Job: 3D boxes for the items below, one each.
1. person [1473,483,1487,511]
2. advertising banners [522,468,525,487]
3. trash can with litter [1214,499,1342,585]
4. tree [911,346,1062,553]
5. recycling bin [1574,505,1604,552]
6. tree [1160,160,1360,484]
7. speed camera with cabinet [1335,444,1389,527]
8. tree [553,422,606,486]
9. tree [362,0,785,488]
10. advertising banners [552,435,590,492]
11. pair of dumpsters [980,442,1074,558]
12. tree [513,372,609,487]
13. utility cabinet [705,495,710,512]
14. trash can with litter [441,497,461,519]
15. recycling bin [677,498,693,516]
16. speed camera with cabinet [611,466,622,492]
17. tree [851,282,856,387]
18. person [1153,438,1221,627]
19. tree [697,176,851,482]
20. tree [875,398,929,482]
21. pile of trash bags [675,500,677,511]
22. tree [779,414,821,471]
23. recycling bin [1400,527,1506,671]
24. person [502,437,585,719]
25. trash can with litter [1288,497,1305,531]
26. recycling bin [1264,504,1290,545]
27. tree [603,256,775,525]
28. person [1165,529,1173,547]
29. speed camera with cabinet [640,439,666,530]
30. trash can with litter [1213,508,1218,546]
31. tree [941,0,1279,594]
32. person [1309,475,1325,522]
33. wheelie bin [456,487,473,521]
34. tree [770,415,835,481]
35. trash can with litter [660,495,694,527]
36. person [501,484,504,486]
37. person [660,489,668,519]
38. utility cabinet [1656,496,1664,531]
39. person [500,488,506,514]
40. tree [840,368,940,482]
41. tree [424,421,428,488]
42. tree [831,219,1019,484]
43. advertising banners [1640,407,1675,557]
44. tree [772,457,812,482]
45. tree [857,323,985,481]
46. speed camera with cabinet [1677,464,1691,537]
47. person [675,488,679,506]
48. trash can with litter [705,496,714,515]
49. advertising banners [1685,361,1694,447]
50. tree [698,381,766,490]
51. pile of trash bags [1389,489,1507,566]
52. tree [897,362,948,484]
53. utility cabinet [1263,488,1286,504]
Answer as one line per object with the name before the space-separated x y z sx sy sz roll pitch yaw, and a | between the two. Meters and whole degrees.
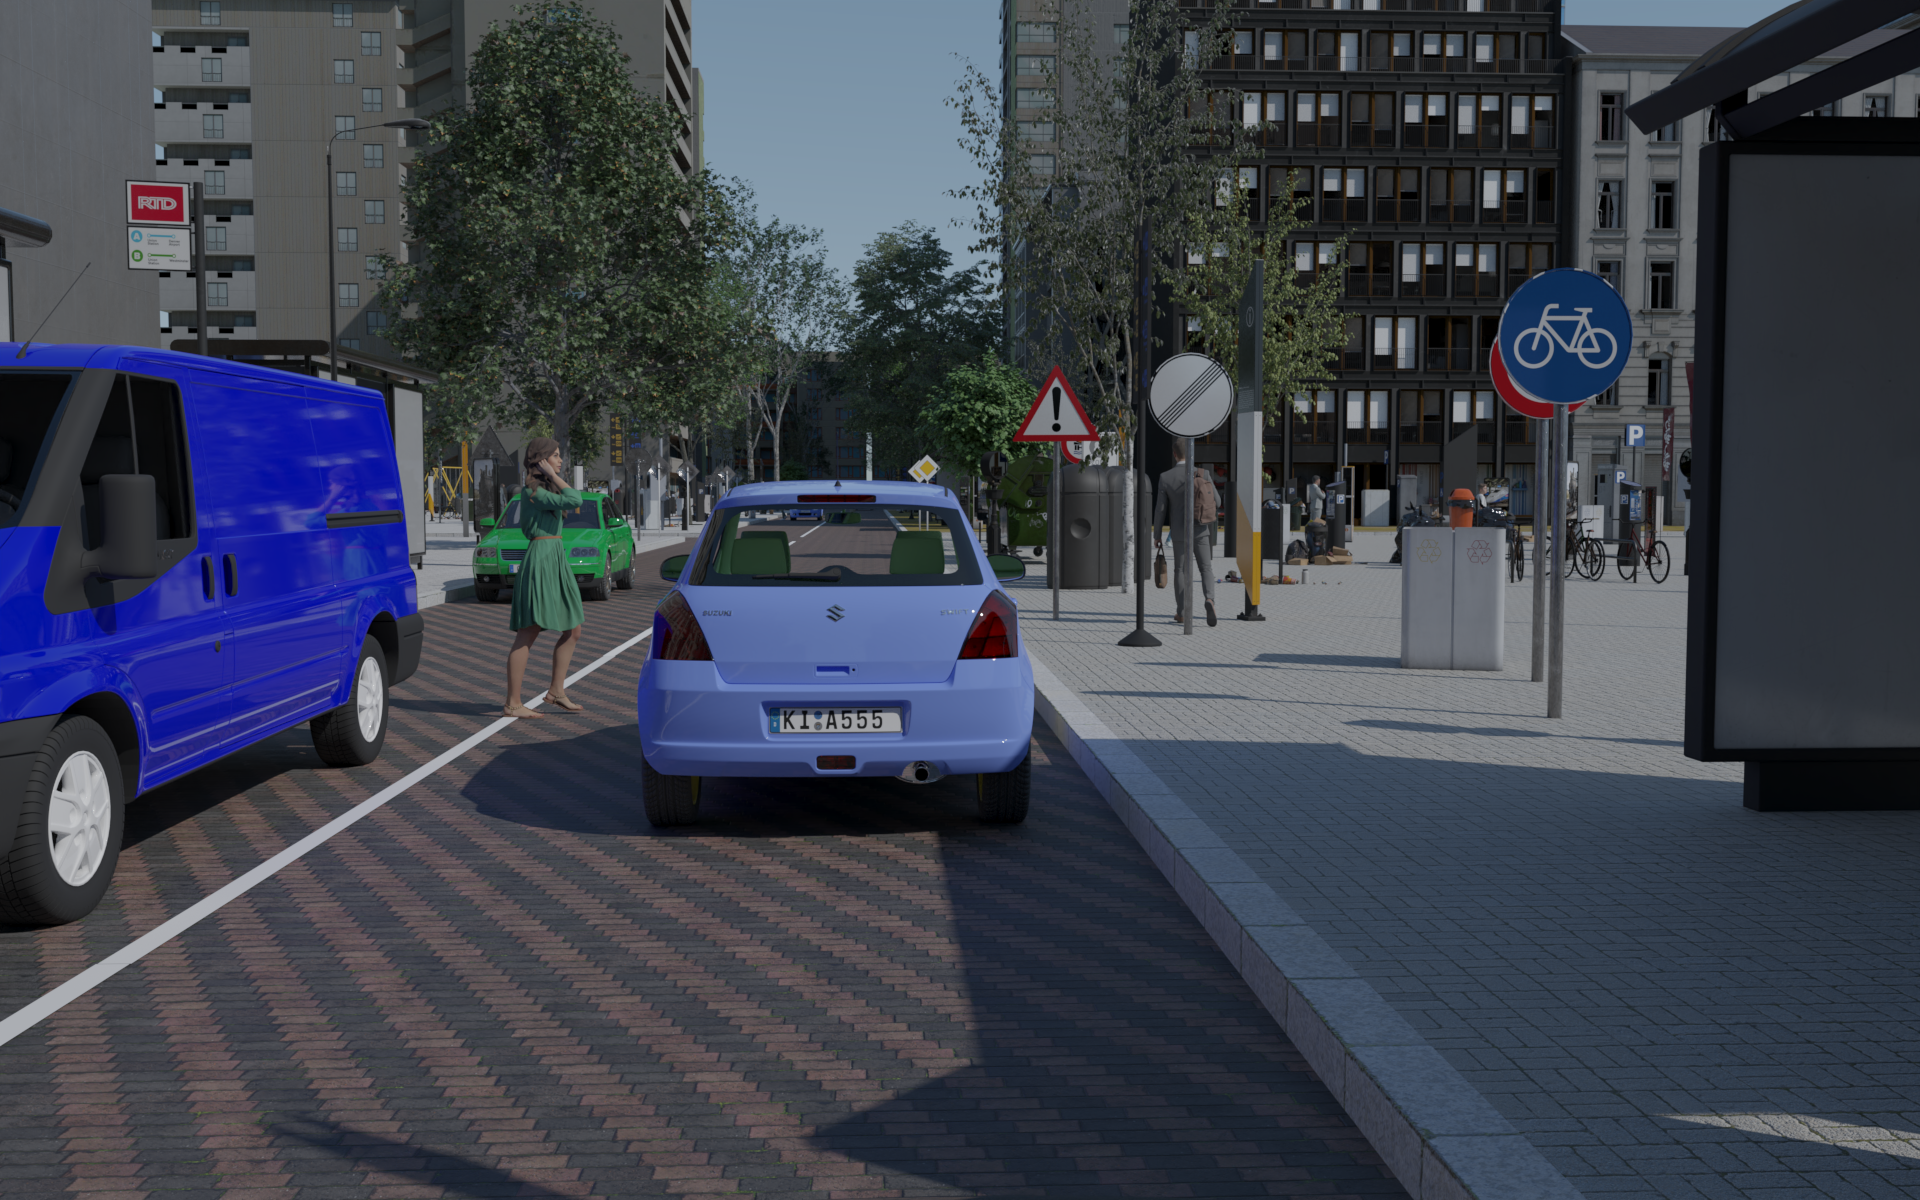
person | 11.305 -1.779 37.721 0.523 1.515 0.503 -2 4 -35
advertising banners | -29.226 -7.404 117.239 0.090 3.025 2.074 -3 4 -36
trash can with litter | 4.399 -0.869 25.258 1.678 1.210 2.233 -2 4 -24
tree | 0.618 -3.347 38.433 4.285 4.588 4.351 0 3 0
recycling bin | 13.965 -1.617 38.987 0.722 1.027 0.722 -2 4 -27
tree | 6.660 -5.414 38.883 4.737 8.622 4.395 0 3 0
speed camera with cabinet | 15.856 -4.525 68.319 2.038 3.252 0.660 0 4 2
tree | -26.673 -10.487 121.822 4.360 8.622 3.978 0 3 0
tree | -9.166 -7.523 40.015 9.611 12.733 9.660 0 3 0
advertising banners | -11.202 -3.281 49.837 0.090 3.025 2.074 -3 5 -42
pair of dumpsters | 1.299 -1.883 33.279 1.574 2.255 4.437 0 4 -3
tree | -22.613 -8.820 94.577 4.737 8.622 4.395 0 3 0
utility cabinet | -18.474 -7.016 125.877 0.306 1.237 1.020 2 4 26
trash can with litter | -25.807 -4.703 87.946 1.678 1.210 2.233 3 5 41
recycling bin | -15.833 -5.327 99.647 0.722 1.027 0.722 -2 4 -34
speed camera with cabinet | -22.330 -7.176 111.656 0.660 3.252 2.038 0 4 4
tree | -14.618 -16.488 125.475 12.611 20.169 13.585 0 3 0
person | 2.226 -0.670 16.966 0.622 1.834 0.822 0 4 -4
tree | -13.917 -15.304 106.105 12.611 20.169 13.585 0 3 0
tree | -3.265 -9.978 113.508 4.360 8.622 3.978 0 3 0
pile of trash bags | -20.987 -7.378 130.381 3.447 1.369 1.912 0 4 4
tree | -14.919 -12.754 158.886 4.360 8.622 3.978 0 3 0
recycling bin | 3.674 -0.023 12.923 0.722 1.027 0.722 1 4 16
person | -2.692 -0.147 11.147 0.529 1.795 0.600 -1 4 -16
trash can with litter | 11.441 -2.992 60.300 1.055 1.170 0.624 -1 4 -18
recycling bin | 7.830 -1.906 43.715 0.722 1.027 0.722 -3 4 -37
tree | -11.300 -8.905 71.356 9.928 11.665 9.643 0 3 0
person | 5.319 -2.142 41.905 0.643 1.720 0.563 3 4 38
speed camera with cabinet | -11.004 -4.134 61.928 0.660 3.252 2.038 -1 4 -21
trash can with litter | 6.107 -1.936 43.037 0.624 1.170 1.055 0 4 6
tree | 1.930 -4.389 22.128 4.360 8.622 3.978 0 3 0
person | 10.024 -2.588 48.532 0.466 1.800 0.511 -2 4 -25
wheelie bin | -23.139 -4.486 81.258 0.980 1.594 0.693 -1 4 -21
tree | -17.922 -16.297 200.871 7.601 10.594 8.767 1 4 20
trash can with litter | -11.594 -3.478 67.921 1.678 1.210 2.233 -3 4 -37
person | -23.788 -5.118 89.822 0.778 1.811 0.616 1 4 18
person | -14.921 -4.942 86.940 0.616 1.811 0.778 3 5 41
utility cabinet | 24.073 -2.984 59.947 0.306 1.237 1.020 2 4 35
person | -18.316 -3.831 68.860 0.661 1.801 0.590 -3 5 -43
tree | -4.281 -14.175 142.135 12.009 13.543 11.850 0 3 0
tree | -39.614 -10.591 123.520 4.737 8.622 4.395 0 3 0
tree | -1.604 -10.624 80.365 9.857 13.997 8.962 0 3 0
advertising banners | 14.264 -2.420 35.761 0.090 3.025 2.074 0 4 -1
tree | -14.376 -10.127 149.287 4.285 4.588 4.351 0 3 0
tree | -2.234 -10.855 103.237 9.928 11.665 9.643 0 3 0
speed camera with cabinet | 21.684 -3.472 51.099 0.660 3.252 2.038 2 4 35
person | -19.820 -7.022 121.853 0.512 1.701 0.522 -2 4 -31
trash can with litter | -17.064 -6.841 122.902 2.233 1.210 1.678 1 4 18
advertising banners | 10.290 -1.591 22.205 0.090 3.025 2.074 -3 5 -44
tree | -11.424 -8.282 85.777 4.360 8.622 3.978 0 3 0
pile of trash bags | 8.737 -1.286 30.784 1.912 1.369 3.447 1 4 9
tree | -1.425 -8.719 92.910 4.737 8.622 4.395 0 3 0
utility cabinet | 12.107 -3.486 65.680 1.173 1.500 0.318 2 4 33
